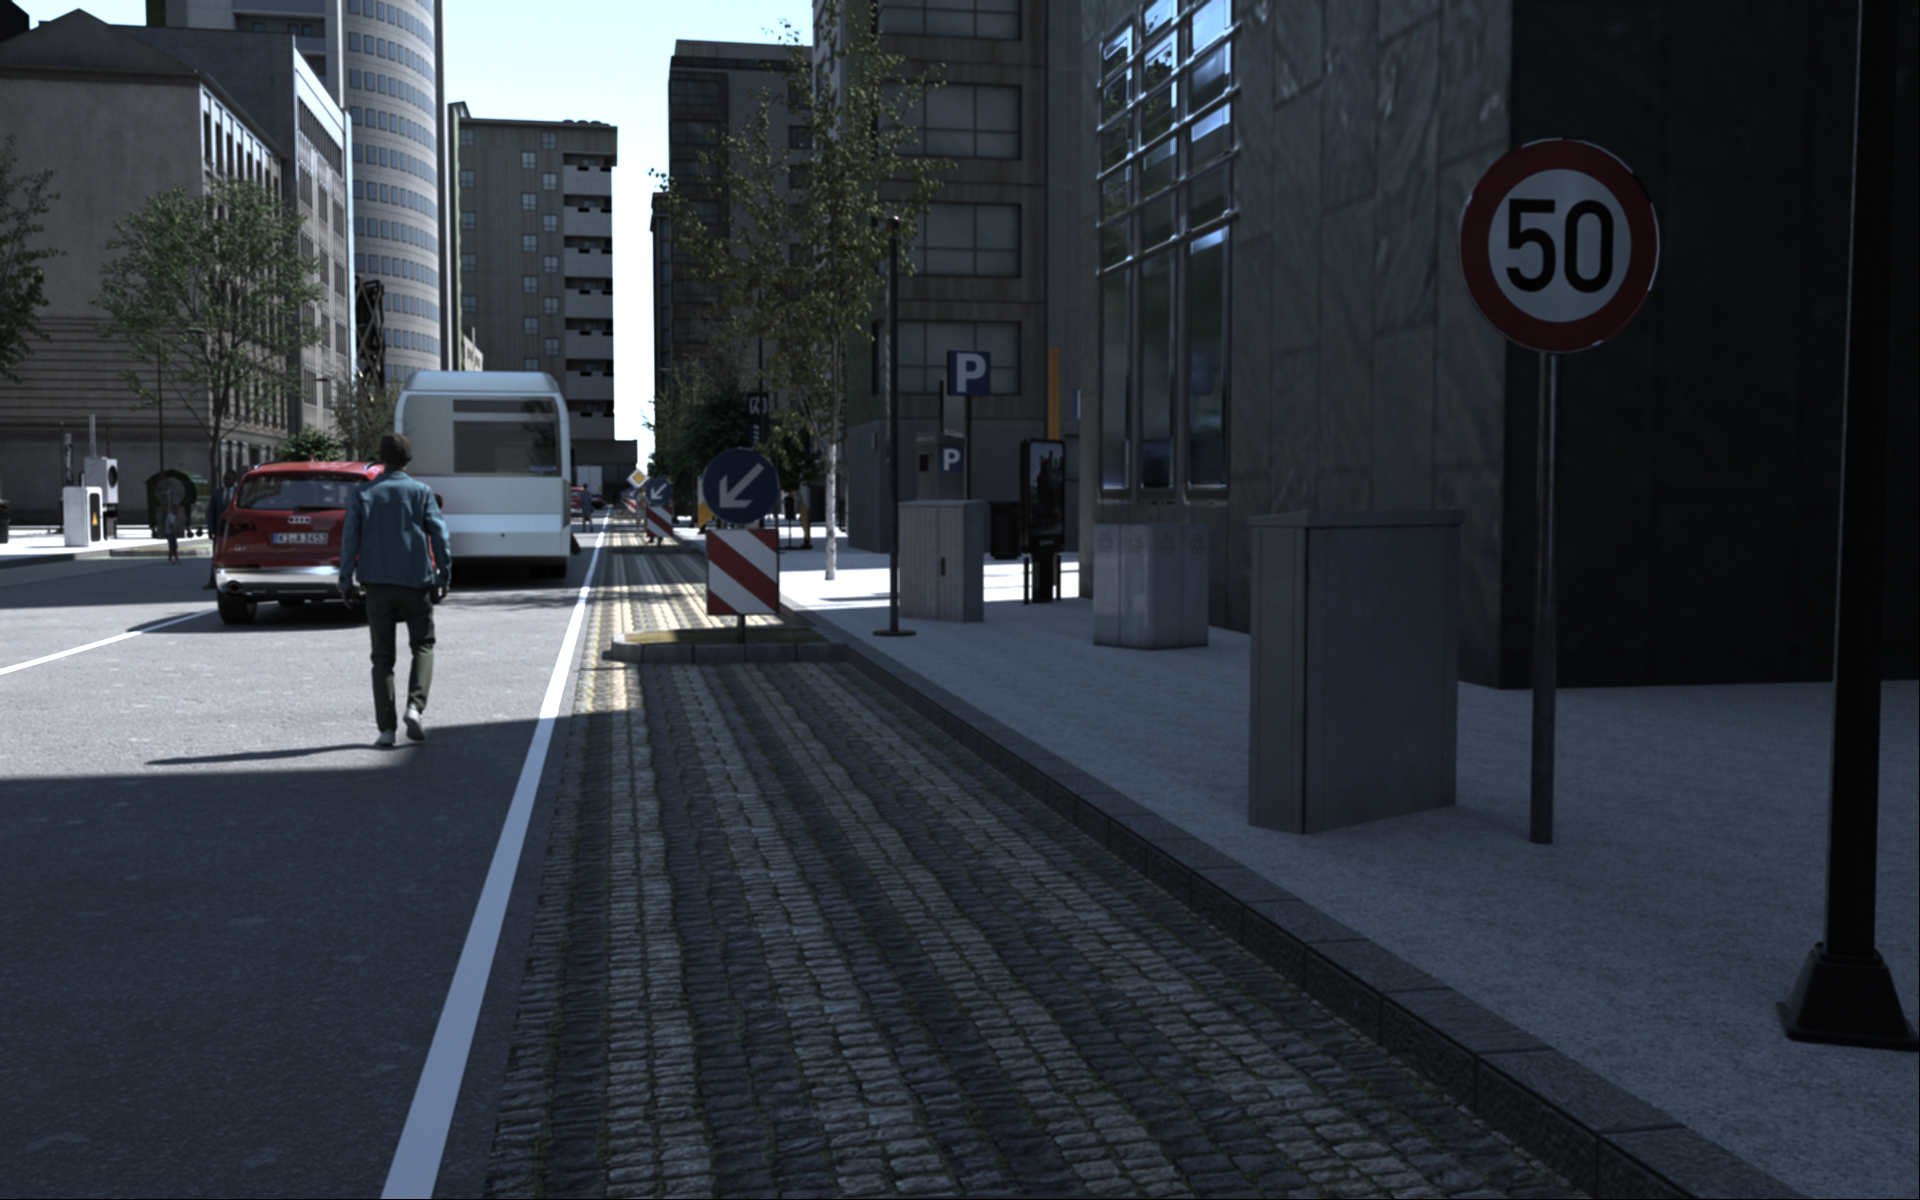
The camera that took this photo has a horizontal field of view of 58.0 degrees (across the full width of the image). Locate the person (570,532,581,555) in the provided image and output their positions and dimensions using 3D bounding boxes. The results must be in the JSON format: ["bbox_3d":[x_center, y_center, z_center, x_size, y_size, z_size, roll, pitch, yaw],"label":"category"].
[{"bbox_3d":[-9.636,-1.946,40.528,1.509,1.804,0.699,-2,4,-23],"label":"person"}]

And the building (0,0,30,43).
[{"bbox_3d":[-49.527,-14.891,73.153,15.834,23.373,12.332,-1,4,-11],"label":"building"}]

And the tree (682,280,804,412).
[{"bbox_3d":[-7.711,-6.732,60.429,4.360,8.622,3.978,0,3,0],"label":"tree"}]

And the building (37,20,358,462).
[{"bbox_3d":[-41.892,-17.110,97.763,12.078,24.808,19.932,-1,4,-11],"label":"building"}]

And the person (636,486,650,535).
[{"bbox_3d":[-10.935,-3.071,59.716,0.512,1.701,0.522,-1,4,-11],"label":"person"}]

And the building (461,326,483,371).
[{"bbox_3d":[-70.405,-21.583,197.926,28.899,21.520,27.650,-1,4,-11],"label":"building"}]

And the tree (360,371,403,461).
[{"bbox_3d":[-34.326,-9.399,104.034,4.737,8.622,4.395,0,3,0],"label":"tree"}]

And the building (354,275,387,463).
[{"bbox_3d":[-47.722,-15.245,116.700,16.820,18.784,16.811,-1,4,-11],"label":"building"}]

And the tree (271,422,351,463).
[{"bbox_3d":[-29.469,-5.806,78.635,4.285,4.588,4.351,0,3,0],"label":"tree"}]

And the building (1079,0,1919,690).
[{"bbox_3d":[15.457,-42.405,5.989,22.319,86.520,31.000,-1,4,-11],"label":"building"}]

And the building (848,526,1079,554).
[{"bbox_3d":[3.815,-22.045,44.029,14.154,41.232,14.086,-1,4,-11],"label":"building"}]

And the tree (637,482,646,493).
[{"bbox_3d":[-34.704,-11.879,188.829,1.663,3.219,1.824,0,3,0],"label":"tree"}]

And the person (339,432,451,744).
[{"bbox_3d":[-3.217,-0.064,9.888,0.601,1.785,0.444,-1,4,-14],"label":"person"}]

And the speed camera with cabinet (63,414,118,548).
[{"bbox_3d":[-21.303,-2.943,42.449,0.660,3.252,2.038,0,4,-6],"label":"speed camera with cabinet"}]

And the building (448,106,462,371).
[{"bbox_3d":[-58.513,-30.116,175.998,14.154,41.232,14.086,-1,4,-11],"label":"building"}]

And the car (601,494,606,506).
[{"bbox_3d":[-43.089,-12.024,205.259,2.281,1.827,5.304,-1,4,-10],"label":"car"}]

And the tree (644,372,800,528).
[{"bbox_3d":[-6.265,-3.867,46.935,4.285,4.588,4.351,0,3,0],"label":"tree"}]

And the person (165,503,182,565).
[{"bbox_3d":[-15.996,-1.348,35.224,0.352,1.250,0.332,1,4,11],"label":"person"}]

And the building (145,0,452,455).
[{"bbox_3d":[-57.425,-37.399,153.468,21.231,58.520,28.212,-1,4,-11],"label":"building"}]

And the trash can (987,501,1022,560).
[{"bbox_3d":[0.898,-1.359,33.868,0.748,1.137,0.748,0,3,0],"label":"trash can"}]

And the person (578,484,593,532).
[{"bbox_3d":[-13.963,-3.436,64.695,0.581,1.822,0.654,-2,4,-34],"label":"person"}]

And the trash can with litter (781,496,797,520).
[{"bbox_3d":[-8.450,-4.554,85.848,0.624,1.170,1.055,1,4,9],"label":"trash can with litter"}]

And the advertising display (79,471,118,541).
[{"bbox_3d":[-24.744,-2.724,49.753,0.974,1.923,0.123,-3,5,-42],"label":"advertising display"}]

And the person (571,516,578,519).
[{"bbox_3d":[-22.168,-5.574,99.842,0.606,1.804,0.583,-3,5,-40],"label":"person"}]

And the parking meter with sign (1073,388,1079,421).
[{"bbox_3d":[2.471,-2.011,29.138,0.543,3.016,1.738,2,4,25],"label":"parking meter with sign"}]

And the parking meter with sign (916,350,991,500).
[{"bbox_3d":[-0.223,-1.566,21.871,0.543,3.016,1.738,-2,4,-24],"label":"parking meter with sign"}]

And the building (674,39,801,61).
[{"bbox_3d":[-19.328,-29.189,160.827,14.154,41.232,14.086,-1,4,-11],"label":"building"}]

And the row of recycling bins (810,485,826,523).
[{"bbox_3d":[-6.752,-4.404,79.117,1.069,1.692,3.534,0,4,2],"label":"row of recycling bins"}]

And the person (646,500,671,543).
[{"bbox_3d":[-8.718,-2.529,50.039,0.721,1.800,0.419,0,4,6],"label":"person"}]

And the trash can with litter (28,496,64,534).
[{"bbox_3d":[-28.758,-2.723,55.576,1.678,1.210,2.233,-3,5,-44],"label":"trash can with litter"}]

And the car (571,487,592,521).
[{"bbox_3d":[-20.959,-5.172,93.232,2.281,1.827,5.304,-1,4,-13],"label":"car"}]

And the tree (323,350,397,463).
[{"bbox_3d":[-30.547,-8.444,88.425,4.360,8.622,3.978,0,3,0],"label":"tree"}]

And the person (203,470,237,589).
[{"bbox_3d":[-11.167,-1.082,26.378,0.721,1.800,0.419,-2,4,-23],"label":"person"}]

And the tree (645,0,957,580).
[{"bbox_3d":[-2.152,-4.606,25.667,4.737,8.622,4.395,0,3,0],"label":"tree"}]

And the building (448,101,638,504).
[{"bbox_3d":[-59.329,-39.923,241.975,27.495,52.752,28.713,-1,4,-11],"label":"building"}]

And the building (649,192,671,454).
[{"bbox_3d":[-30.511,-36.060,244.209,28.867,44.769,22.147,-1,4,-11],"label":"building"}]

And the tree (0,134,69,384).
[{"bbox_3d":[-20.207,-5.191,35.243,4.737,8.622,4.395,0,3,0],"label":"tree"}]

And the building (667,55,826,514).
[{"bbox_3d":[-12.938,-21.250,119.146,14.160,30.474,14.107,-1,4,-11],"label":"building"}]

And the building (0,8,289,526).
[{"bbox_3d":[-37.435,-14.078,79.327,9.793,20.994,18.267,-1,4,-11],"label":"building"}]

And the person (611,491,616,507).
[{"bbox_3d":[-38.418,-11.175,192.029,0.721,1.723,1.217,1,4,12],"label":"person"}]

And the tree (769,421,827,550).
[{"bbox_3d":[-3.823,-2.784,40.122,1.663,3.219,1.824,0,3,0],"label":"tree"}]

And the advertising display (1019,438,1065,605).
[{"bbox_3d":[0.975,-0.929,20.409,0.123,1.923,0.974,2,4,29],"label":"advertising display"}]

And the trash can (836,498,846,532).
[{"bbox_3d":[-3.785,-2.857,58.359,0.748,1.137,0.748,0,3,0],"label":"trash can"}]

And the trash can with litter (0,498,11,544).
[{"bbox_3d":[-24.944,-2.026,44.509,1.055,1.170,0.624,1,4,20],"label":"trash can with litter"}]

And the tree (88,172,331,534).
[{"bbox_3d":[-24.004,-7.951,55.758,9.928,11.665,9.643,0,3,0],"label":"tree"}]
